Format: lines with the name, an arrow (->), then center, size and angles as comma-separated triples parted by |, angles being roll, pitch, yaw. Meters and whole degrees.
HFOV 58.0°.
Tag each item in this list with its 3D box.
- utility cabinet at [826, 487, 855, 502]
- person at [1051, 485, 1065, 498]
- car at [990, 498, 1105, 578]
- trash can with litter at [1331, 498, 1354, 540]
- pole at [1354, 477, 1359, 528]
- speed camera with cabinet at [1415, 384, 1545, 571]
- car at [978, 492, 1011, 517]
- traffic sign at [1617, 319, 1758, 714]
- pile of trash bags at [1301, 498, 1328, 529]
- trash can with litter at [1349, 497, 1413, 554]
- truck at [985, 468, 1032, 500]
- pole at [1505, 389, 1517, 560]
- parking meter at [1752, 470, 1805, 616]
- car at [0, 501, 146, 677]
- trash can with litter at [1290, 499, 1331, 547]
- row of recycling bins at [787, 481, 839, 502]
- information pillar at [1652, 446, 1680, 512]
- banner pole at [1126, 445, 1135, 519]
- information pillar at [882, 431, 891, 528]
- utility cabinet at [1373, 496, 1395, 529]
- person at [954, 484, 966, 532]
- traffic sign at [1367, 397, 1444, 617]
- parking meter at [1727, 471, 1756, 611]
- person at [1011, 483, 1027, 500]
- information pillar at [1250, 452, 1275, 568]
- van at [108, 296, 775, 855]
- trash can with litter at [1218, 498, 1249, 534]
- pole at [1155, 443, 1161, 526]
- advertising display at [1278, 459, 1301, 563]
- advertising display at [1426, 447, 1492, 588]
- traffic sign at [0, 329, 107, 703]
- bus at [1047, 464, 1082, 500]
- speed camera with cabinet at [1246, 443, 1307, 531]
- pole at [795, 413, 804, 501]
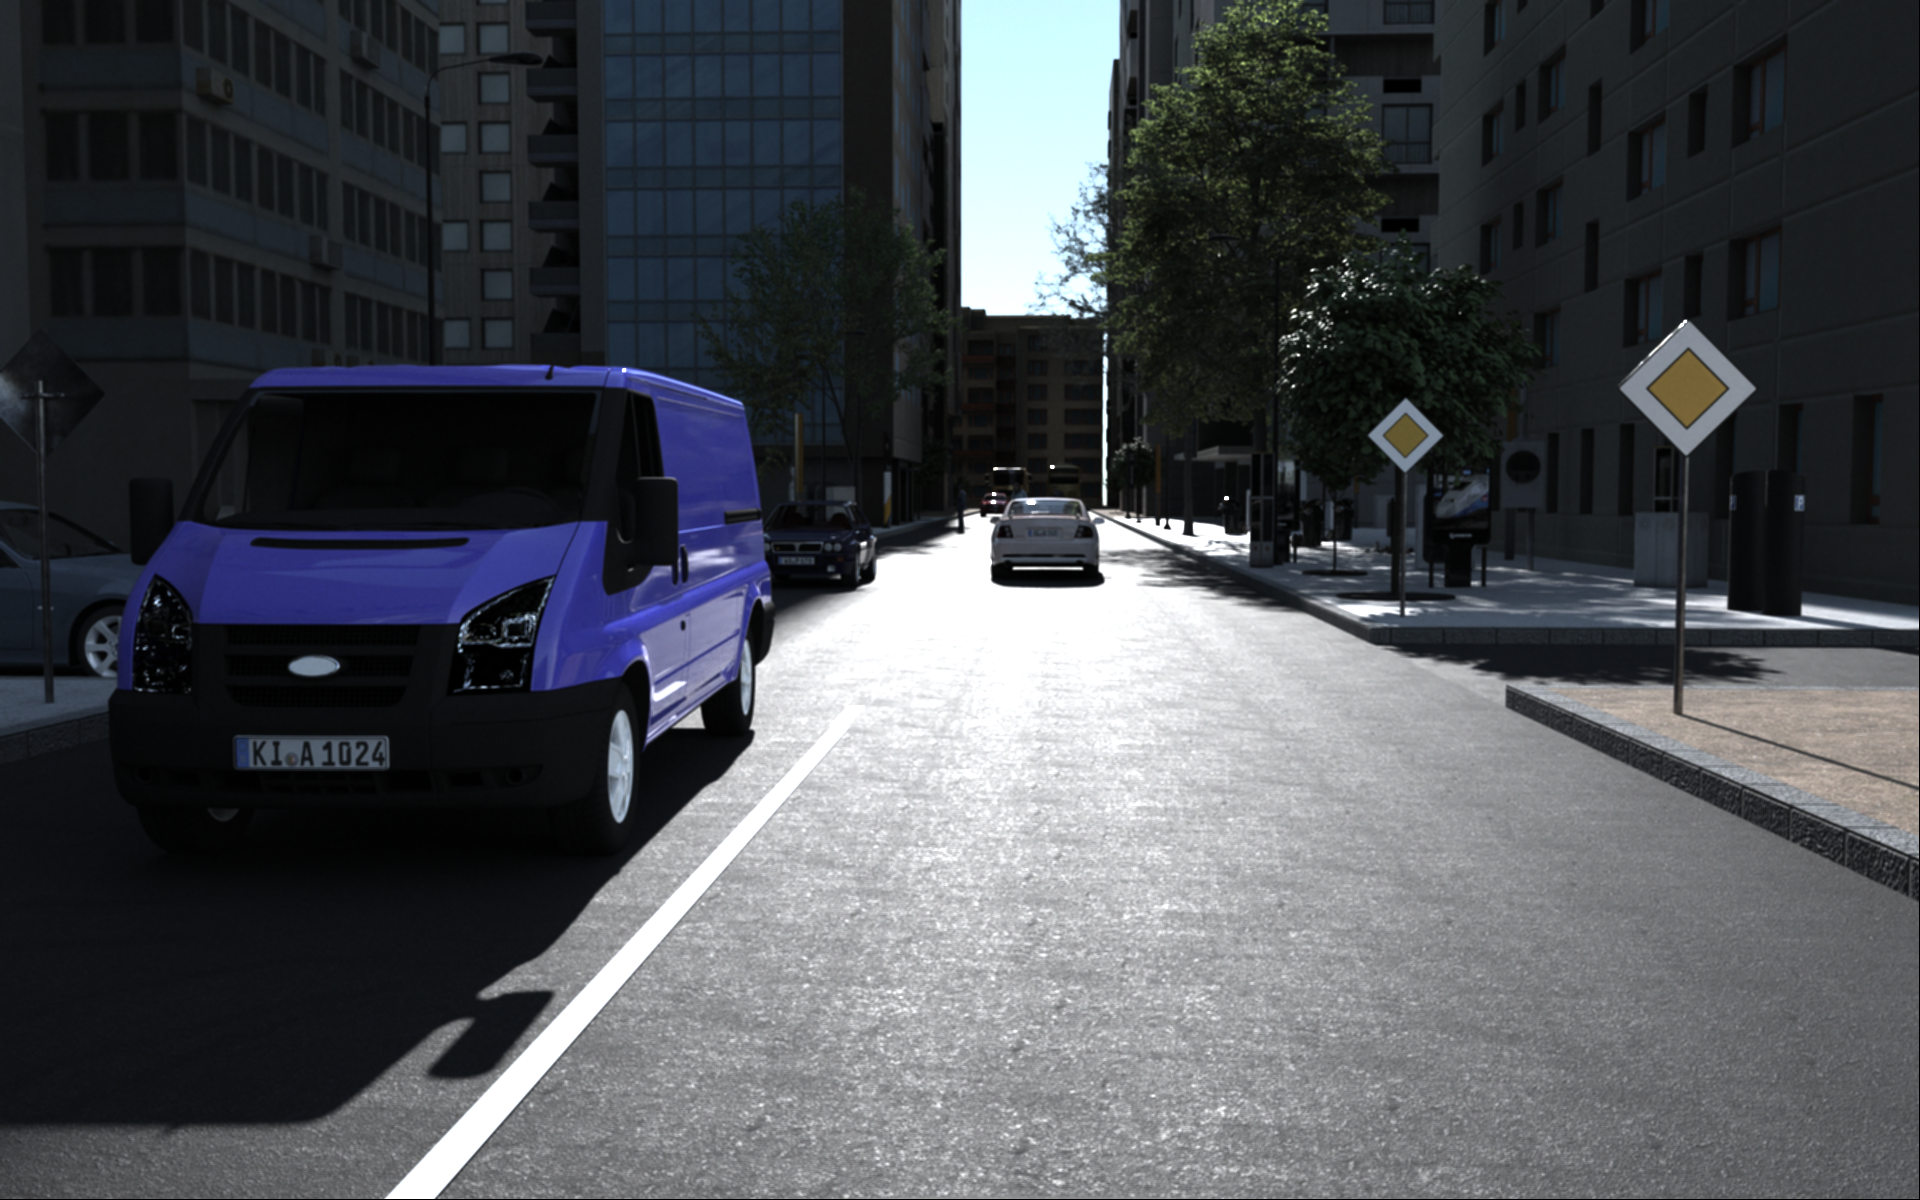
utility cabinet -> -3.605, -2.653, 52.057 | 0.318, 1.500, 1.173 | 2, 4, 29
person -> 4.407, -4.249, 77.773 | 0.655, 1.846, 0.447 | 1, 4, 16
car -> 1.542, -1.132, 30.873 | 2.083, 1.381, 4.827 | 0, 4, 4
trash can with litter -> 10.498, -2.246, 48.108 | 0.624, 1.170, 1.055 | -1, 4, -17
pole -> 14.900, -4.357, 65.081 | 0.158, 3.312, 0.155 | 0, 3, 0
speed camera with cabinet -> 8.693, -2.119, 28.974 | 2.038, 3.252, 0.660 | 1, 4, 17
car -> 2.244, -6.157, 109.713 | 2.155, 1.783, 4.494 | 0, 4, 4
traffic sign -> 4.185, -0.391, 10.039 | 0.795, 2.450, 0.064 | 0, 4, 3
pile of trash bags -> 12.375, -3.311, 63.887 | 3.447, 1.369, 1.912 | 0, 4, 5
trash can with litter -> 9.354, -1.642, 37.903 | 1.678, 1.210, 2.233 | 1, 4, 14
truck -> 3.888, -8.380, 132.937 | 3.469, 3.379, 9.791 | 0, 4, 4
pole -> 10.714, -2.436, 33.672 | 0.158, 3.312, 0.155 | 0, 3, 0
parking meter -> 8.706, -0.605, 18.306 | 0.372, 1.533, 0.369 | 0, 3, 0
car -> -7.649, -0.095, 13.548 | 4.499, 1.417, 2.014 | 0, 4, 1
trash can with litter -> 8.347, -1.871, 41.970 | 0.624, 1.170, 1.055 | -2, 4, -26
row of recycling bins -> -4.838, -3.054, 57.041 | 1.069, 1.692, 3.534 | -2, 4, -24
information pillar -> 10.767, -1.342, 26.432 | 0.304, 2.012, 0.304 | 3, 5, 39
banner pole -> 8.671, -6.013, 88.335 | 0.401, 3.779, 0.863 | 3, 5, 42
information pillar -> -2.715, -4.484, 64.669 | 0.183, 3.616, 0.504 | 1, 4, 22
utility cabinet -> 15.877, -3.245, 64.221 | 1.020, 1.237, 0.306 | 0, 4, -8
person -> 0.039, -3.468, 65.385 | 0.419, 1.800, 0.721 | -1, 4, -9
traffic sign -> 4.615, -0.879, 18.012 | 0.795, 2.450, 0.064 | 0, 4, 3
parking meter -> 8.688, -0.654, 19.107 | 0.372, 1.533, 0.369 | 0, 3, 0
person -> 2.056, -3.042, 58.506 | 0.793, 1.790, 0.793 | 0, 4, -5
information pillar -> 5.271, -1.573, 30.218 | 0.304, 2.012, 0.304 | -2, 4, -32
van -> -2.223, -0.262, 8.674 | 2.240, 2.365, 5.245 | 0, 4, 1
trash can with litter -> 8.712, -2.668, 55.002 | 0.624, 1.170, 1.055 | 3, 5, 41
pole -> 7.981, -4.645, 69.793 | 0.158, 3.312, 0.155 | 0, 3, 0
advertising display -> 6.077, -1.675, 32.599 | 0.123, 1.923, 0.974 | -1, 4, -22
advertising display -> 6.856, -1.137, 23.802 | 0.974, 1.923, 0.123 | -1, 4, -19
traffic sign -> -5.594, -0.425, 10.584 | 0.795, 2.450, 0.064 | 0, 4, 3
bus -> 8.389, -9.046, 139.440 | 2.896, 3.916, 12.252 | 0, 4, 4
speed camera with cabinet -> 10.953, -4.016, 59.995 | 2.038, 3.252, 0.660 | 3, 4, 37
pole -> -4.067, -3.060, 43.872 | 0.158, 3.312, 0.155 | 0, 3, 0
